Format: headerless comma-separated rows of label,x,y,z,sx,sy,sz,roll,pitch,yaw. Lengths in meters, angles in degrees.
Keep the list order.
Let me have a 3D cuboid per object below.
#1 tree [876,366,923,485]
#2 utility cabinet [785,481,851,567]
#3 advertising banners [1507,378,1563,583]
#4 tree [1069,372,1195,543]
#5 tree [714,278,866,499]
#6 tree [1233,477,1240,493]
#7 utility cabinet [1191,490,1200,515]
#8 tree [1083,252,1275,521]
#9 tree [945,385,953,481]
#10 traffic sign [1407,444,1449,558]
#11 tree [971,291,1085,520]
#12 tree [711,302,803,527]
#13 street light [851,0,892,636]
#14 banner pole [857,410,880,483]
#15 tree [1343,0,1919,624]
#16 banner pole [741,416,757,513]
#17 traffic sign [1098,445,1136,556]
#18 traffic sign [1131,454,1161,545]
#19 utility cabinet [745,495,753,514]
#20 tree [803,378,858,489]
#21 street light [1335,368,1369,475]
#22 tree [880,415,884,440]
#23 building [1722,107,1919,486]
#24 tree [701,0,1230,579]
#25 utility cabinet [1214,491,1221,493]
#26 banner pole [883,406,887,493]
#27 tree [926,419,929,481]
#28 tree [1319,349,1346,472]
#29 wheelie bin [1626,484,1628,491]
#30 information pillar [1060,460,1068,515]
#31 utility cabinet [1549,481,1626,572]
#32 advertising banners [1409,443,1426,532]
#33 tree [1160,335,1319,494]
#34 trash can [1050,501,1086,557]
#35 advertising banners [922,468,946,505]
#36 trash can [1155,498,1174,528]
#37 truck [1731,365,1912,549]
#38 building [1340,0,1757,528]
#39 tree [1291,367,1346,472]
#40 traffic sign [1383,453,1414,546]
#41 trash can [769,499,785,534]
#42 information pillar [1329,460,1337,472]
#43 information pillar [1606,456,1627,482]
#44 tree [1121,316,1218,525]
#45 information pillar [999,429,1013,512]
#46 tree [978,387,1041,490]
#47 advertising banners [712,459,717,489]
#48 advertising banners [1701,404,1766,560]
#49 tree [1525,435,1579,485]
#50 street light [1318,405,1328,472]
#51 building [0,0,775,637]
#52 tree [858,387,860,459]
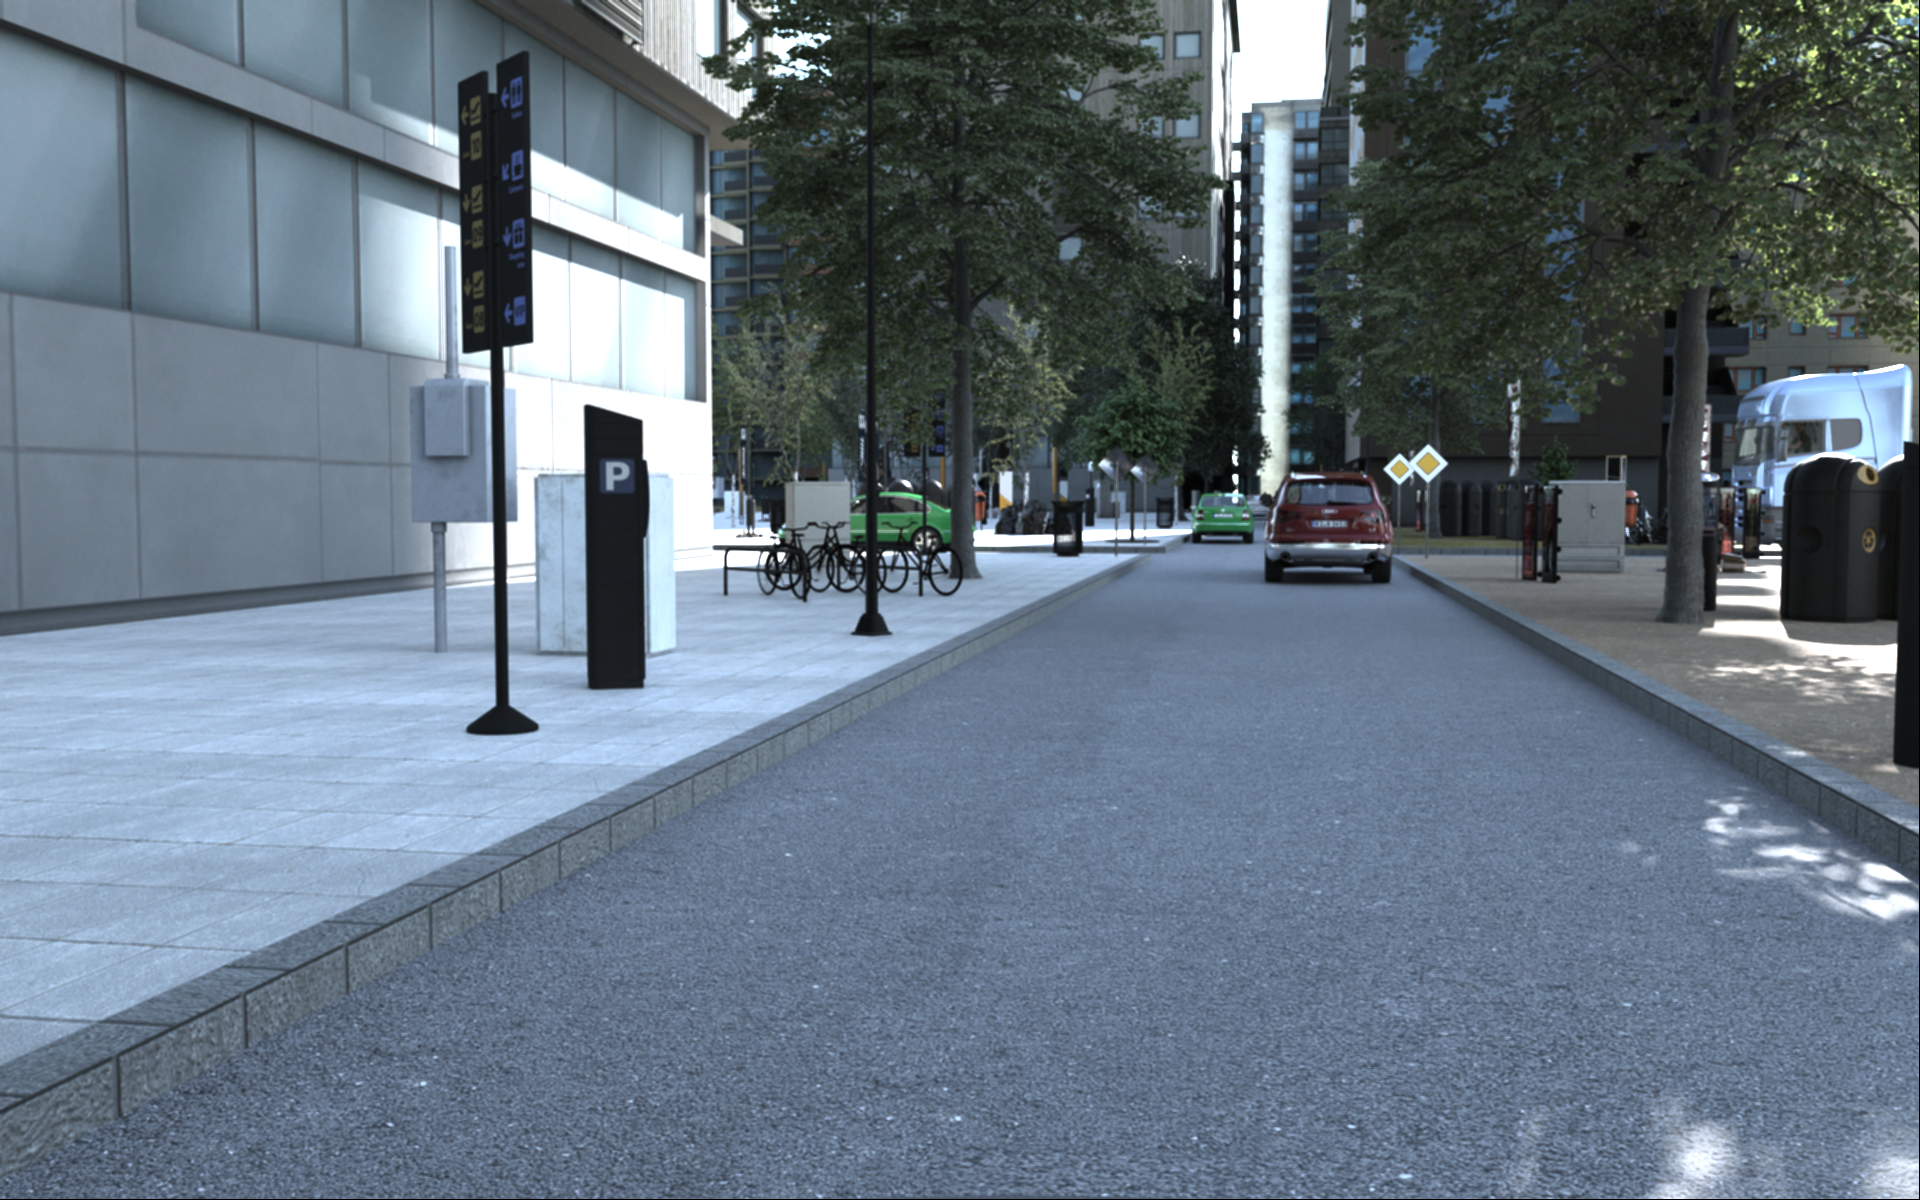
tree,-4.579,-7.473,72.548,4.360,8.622,3.978,0,3,0
utility cabinet,-2.501,-1.332,30.460,1.173,1.500,0.318,-3,4,-37
advertising banners,8.507,-1.808,25.755,0.090,3.025,2.074,0,4,-3
tree,4.699,-3.826,46.264,4.285,4.588,4.351,0,3,0
tree,-5.777,-6.598,58.237,4.360,8.622,3.978,0,3,0
tree,25.543,-10.344,163.718,1.663,3.219,1.824,0,3,0
utility cabinet,13.999,-5.750,102.684,0.318,1.500,1.173,1,4,19
tree,10.314,-10.122,82.496,9.611,12.733,9.660,0,3,0
tree,1.425,-8.249,85.232,4.360,8.622,3.978,0,3,0
traffic sign,9.317,-1.889,34.534,0.795,2.450,0.064,1,4,10
tree,2.232,-6.620,58.605,4.360,8.622,3.978,0,3,0
tree,-8.760,-7.114,66.679,4.737,8.622,4.395,0,3,0
street light,-0.274,-2.630,15.535,1.470,5.913,1.316,1,4,10
banner pole,-2.532,-3.423,45.989,0.401,3.779,0.863,1,4,22
tree,7.635,-6.037,16.831,7.486,12.596,7.792,0,3,0
banner pole,-6.844,-3.993,55.303,0.401,3.779,0.863,1,4,15
traffic sign,3.226,-1.958,35.657,0.795,2.450,0.064,1,4,10
traffic sign,4.653,-2.439,43.514,0.795,2.450,0.064,1,4,10
utility cabinet,-13.698,-6.076,110.506,1.020,1.237,0.306,3,4,36
tree,-8.783,-8.975,97.097,4.737,8.622,4.395,0,3,0
street light,14.374,-5.556,63.382,1.470,5.913,1.316,1,4,10
tree,-7.011,-9.880,111.902,4.737,8.622,4.395,0,3,0
building,38.271,-15.549,99.267,27.650,21.520,28.899,1,4,10
tree,0.064,-6.573,25.596,7.486,12.596,7.792,0,3,0
utility cabinet,17.196,-6.543,115.650,0.318,1.500,1.173,0,4,1
banner pole,-2.347,-3.609,49.020,0.863,3.779,0.401,0,4,2
tree,-3.085,-8.783,93.963,4.360,8.622,3.978,0,3,0
tree,26.376,-11.960,121.303,9.928,11.665,9.643,0,3,0
wheelie bin,19.507,-2.664,51.459,0.980,1.594,0.693,3,5,43
information pillar,6.465,-7.111,107.617,0.504,3.616,0.183,1,4,12
utility cabinet,10.263,-1.206,28.390,1.173,1.500,0.318,1,4,15
advertising banners,15.689,-3.848,59.108,0.090,3.025,2.074,0,4,-6
tree,15.969,-11.406,112.244,9.928,11.665,9.643,0,3,0
trash can,2.228,-1.471,35.708,0.748,1.137,0.748,0,3,0
advertising banners,-1.567,-7.375,116.768,2.074,3.025,0.090,-1,4,-8
trash can,7.678,-3.259,64.940,0.748,1.137,0.748,0,3,0
truck,25.591,-2.848,36.318,18.799,4.110,2.967,1,4,9
building,23.459,-25.757,71.245,14.600,45.320,14.200,1,4,10
tree,21.438,-9.102,99.177,4.360,8.622,3.978,0,3,0
traffic sign,10.745,-2.370,42.391,0.795,2.450,0.064,1,4,10
trash can,-5.783,-2.687,55.582,0.748,1.137,0.748,0,3,0
information pillar,24.628,-7.525,114.383,0.504,3.616,0.183,1,4,21
information pillar,12.591,-1.761,33.286,0.304,2.012,0.304,2,4,35
tree,8.659,-7.369,70.849,4.737,8.622,4.395,0,3,0
information pillar,1.683,-4.375,62.887,0.504,3.616,0.183,0,4,1
tree,3.230,-10.228,117.595,4.737,8.622,4.395,0,3,0
advertising banners,-13.081,-5.501,86.124,2.074,3.025,0.090,1,4,8
advertising banners,15.025,-2.307,33.900,2.074,3.025,0.090,-2,4,-26
tree,19.196,-3.768,56.202,1.663,3.219,1.824,0,3,0
street light,19.190,-7.160,89.611,1.470,5.913,1.316,1,4,10
building,-19.067,-26.656,25.060,27.495,52.752,28.713,1,4,10
tree,-8.427,-9.316,102.673,4.737,8.622,4.395,0,3,0
